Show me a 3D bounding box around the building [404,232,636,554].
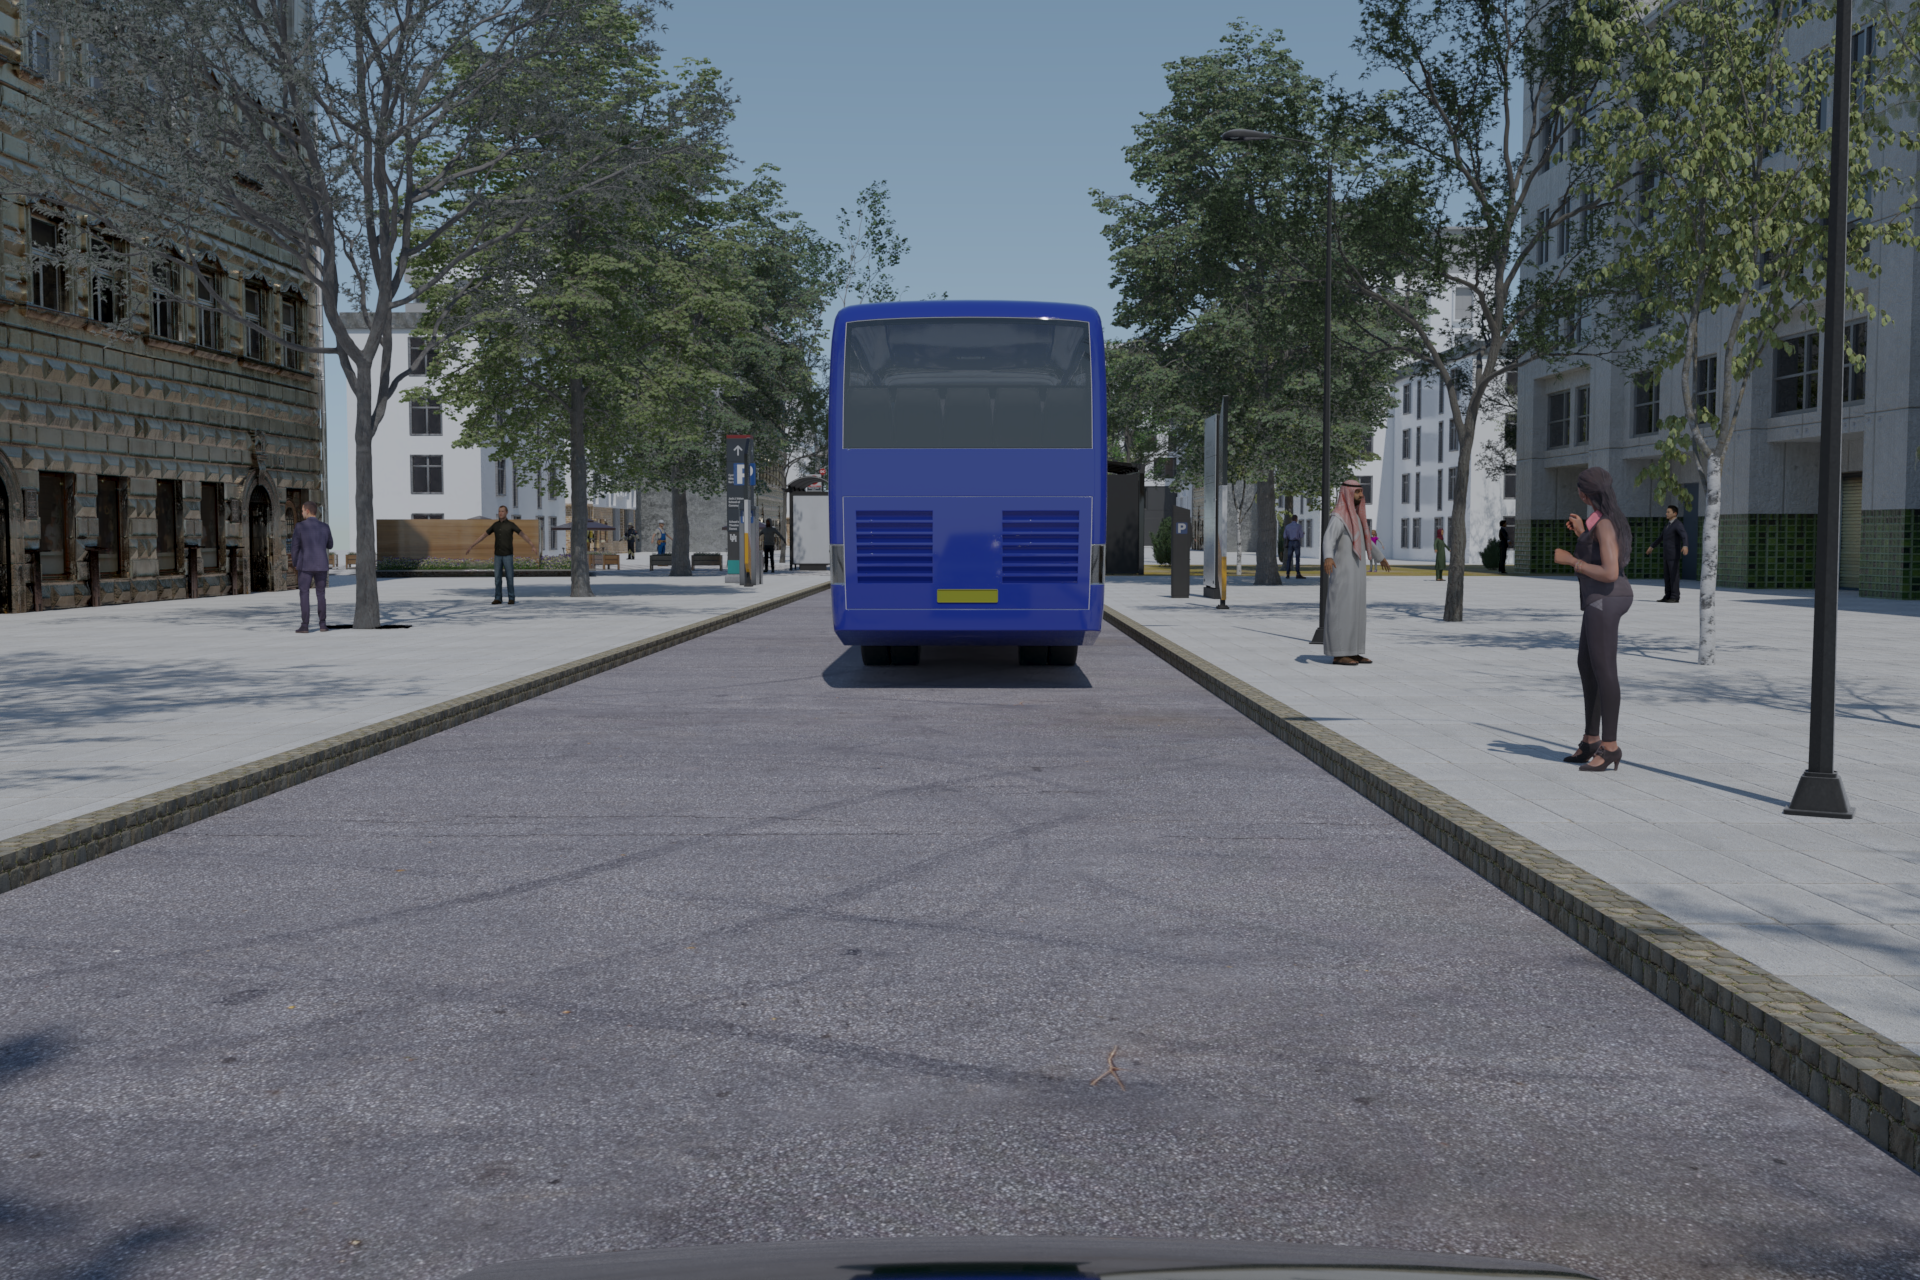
[{"bbox_3d":[-27.054,-15.183,104.670,16.016,20.090,11.380,0,3,0],"label":"building"}]

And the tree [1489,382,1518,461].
[{"bbox_3d":[23.785,-7.445,72.093,4.360,8.622,3.978,0,3,0],"label":"tree"}]

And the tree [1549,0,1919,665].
[{"bbox_3d":[7.552,-4.065,16.819,4.737,8.622,4.395,0,3,0],"label":"tree"}]

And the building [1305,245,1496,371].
[{"bbox_3d":[26.831,-16.046,118.775,16.016,20.090,11.380,0,4,1],"label":"building"}]

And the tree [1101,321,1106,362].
[{"bbox_3d":[9.768,-18.214,153.679,12.611,20.169,13.585,0,3,0],"label":"tree"}]

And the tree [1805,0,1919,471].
[{"bbox_3d":[6.251,-3.667,10.325,4.360,8.622,3.978,0,3,0],"label":"tree"}]

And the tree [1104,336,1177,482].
[{"bbox_3d":[7.684,-9.872,87.162,9.928,11.665,9.643,0,3,0],"label":"tree"}]

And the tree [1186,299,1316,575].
[{"bbox_3d":[8.743,-6.316,53.626,4.737,8.622,4.395,0,3,0],"label":"tree"}]

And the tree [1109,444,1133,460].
[{"bbox_3d":[7.588,-12.862,120.656,12.009,13.543,11.850,0,3,0],"label":"tree"}]

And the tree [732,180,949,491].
[{"bbox_3d":[-6.690,-14.490,92.803,12.611,20.169,13.585,0,3,0],"label":"tree"}]

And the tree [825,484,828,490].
[{"bbox_3d":[-15.598,-20.988,249.814,9.857,13.997,8.962,0,3,0],"label":"tree"}]

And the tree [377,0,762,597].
[{"bbox_3d":[-7.700,-7.119,34.530,7.486,12.596,7.792,0,3,0],"label":"tree"}]

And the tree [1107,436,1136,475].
[{"bbox_3d":[8.164,-8.978,97.151,4.737,8.622,4.395,0,3,0],"label":"tree"}]

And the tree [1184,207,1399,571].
[{"bbox_3d":[11.434,-8.704,60.446,7.486,12.596,7.792,0,3,0],"label":"tree"}]

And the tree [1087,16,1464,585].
[{"bbox_3d":[7.751,-8.356,43.282,9.857,13.997,8.962,0,3,0],"label":"tree"}]

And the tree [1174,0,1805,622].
[{"bbox_3d":[7.134,-5.529,24.810,8.767,10.594,7.601,1,4,15],"label":"tree"}]

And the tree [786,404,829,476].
[{"bbox_3d":[-7.629,-13.133,125.094,12.009,13.543,11.850,0,3,0],"label":"tree"}]

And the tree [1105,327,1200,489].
[{"bbox_3d":[7.789,-8.636,75.604,7.601,10.594,8.767,-3,4,-37],"label":"tree"}]

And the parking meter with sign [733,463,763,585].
[{"bbox_3d":[-5.265,-2.886,43.442,0.543,3.016,1.738,0,4,2],"label":"parking meter with sign"}]

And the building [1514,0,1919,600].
[{"bbox_3d":[26.693,-10.695,41.321,16.747,18.905,31.486,0,4,0],"label":"building"}]

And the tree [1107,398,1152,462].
[{"bbox_3d":[7.978,-10.549,106.892,8.767,10.594,7.601,1,4,13],"label":"tree"}]

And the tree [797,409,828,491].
[{"bbox_3d":[-6.639,-10.710,109.521,7.601,10.594,8.767,-1,4,-21],"label":"tree"}]

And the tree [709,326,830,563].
[{"bbox_3d":[-7.552,-8.697,76.615,7.601,10.594,8.767,-1,4,-18],"label":"tree"}]

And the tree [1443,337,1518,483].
[{"bbox_3d":[22.505,-7.931,64.080,8.767,10.594,7.601,-2,4,-27],"label":"tree"}]

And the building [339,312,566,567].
[{"bbox_3d":[-22.575,-8.411,79.674,9.099,9.664,28.070,0,4,0],"label":"building"}]

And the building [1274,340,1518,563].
[{"bbox_3d":[23.002,-8.995,89.211,9.099,9.664,28.070,0,4,0],"label":"building"}]

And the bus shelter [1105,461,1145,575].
[{"bbox_3d":[4.977,-4.036,57.266,1.731,3.624,6.357,0,4,-1],"label":"bus shelter"}]

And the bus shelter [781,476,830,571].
[{"bbox_3d":[-5.172,-4.224,62.982,2.014,3.302,5.546,0,4,1],"label":"bus shelter"}]

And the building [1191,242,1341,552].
[{"bbox_3d":[27.917,-18.317,130.418,19.493,23.208,18.063,0,4,1],"label":"building"}]

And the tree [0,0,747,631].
[{"bbox_3d":[-8.064,-6.905,23.260,12.009,13.543,11.850,0,3,0],"label":"tree"}]

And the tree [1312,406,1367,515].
[{"bbox_3d":[14.214,-7.153,67.321,4.737,8.622,4.395,0,3,0],"label":"tree"}]

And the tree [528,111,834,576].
[{"bbox_3d":[-8.541,-8.910,52.340,9.857,13.997,8.962,0,3,0],"label":"tree"}]

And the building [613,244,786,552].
[{"bbox_3d":[-23.508,-18.364,131.179,19.493,23.208,18.063,0,4,1],"label":"building"}]
